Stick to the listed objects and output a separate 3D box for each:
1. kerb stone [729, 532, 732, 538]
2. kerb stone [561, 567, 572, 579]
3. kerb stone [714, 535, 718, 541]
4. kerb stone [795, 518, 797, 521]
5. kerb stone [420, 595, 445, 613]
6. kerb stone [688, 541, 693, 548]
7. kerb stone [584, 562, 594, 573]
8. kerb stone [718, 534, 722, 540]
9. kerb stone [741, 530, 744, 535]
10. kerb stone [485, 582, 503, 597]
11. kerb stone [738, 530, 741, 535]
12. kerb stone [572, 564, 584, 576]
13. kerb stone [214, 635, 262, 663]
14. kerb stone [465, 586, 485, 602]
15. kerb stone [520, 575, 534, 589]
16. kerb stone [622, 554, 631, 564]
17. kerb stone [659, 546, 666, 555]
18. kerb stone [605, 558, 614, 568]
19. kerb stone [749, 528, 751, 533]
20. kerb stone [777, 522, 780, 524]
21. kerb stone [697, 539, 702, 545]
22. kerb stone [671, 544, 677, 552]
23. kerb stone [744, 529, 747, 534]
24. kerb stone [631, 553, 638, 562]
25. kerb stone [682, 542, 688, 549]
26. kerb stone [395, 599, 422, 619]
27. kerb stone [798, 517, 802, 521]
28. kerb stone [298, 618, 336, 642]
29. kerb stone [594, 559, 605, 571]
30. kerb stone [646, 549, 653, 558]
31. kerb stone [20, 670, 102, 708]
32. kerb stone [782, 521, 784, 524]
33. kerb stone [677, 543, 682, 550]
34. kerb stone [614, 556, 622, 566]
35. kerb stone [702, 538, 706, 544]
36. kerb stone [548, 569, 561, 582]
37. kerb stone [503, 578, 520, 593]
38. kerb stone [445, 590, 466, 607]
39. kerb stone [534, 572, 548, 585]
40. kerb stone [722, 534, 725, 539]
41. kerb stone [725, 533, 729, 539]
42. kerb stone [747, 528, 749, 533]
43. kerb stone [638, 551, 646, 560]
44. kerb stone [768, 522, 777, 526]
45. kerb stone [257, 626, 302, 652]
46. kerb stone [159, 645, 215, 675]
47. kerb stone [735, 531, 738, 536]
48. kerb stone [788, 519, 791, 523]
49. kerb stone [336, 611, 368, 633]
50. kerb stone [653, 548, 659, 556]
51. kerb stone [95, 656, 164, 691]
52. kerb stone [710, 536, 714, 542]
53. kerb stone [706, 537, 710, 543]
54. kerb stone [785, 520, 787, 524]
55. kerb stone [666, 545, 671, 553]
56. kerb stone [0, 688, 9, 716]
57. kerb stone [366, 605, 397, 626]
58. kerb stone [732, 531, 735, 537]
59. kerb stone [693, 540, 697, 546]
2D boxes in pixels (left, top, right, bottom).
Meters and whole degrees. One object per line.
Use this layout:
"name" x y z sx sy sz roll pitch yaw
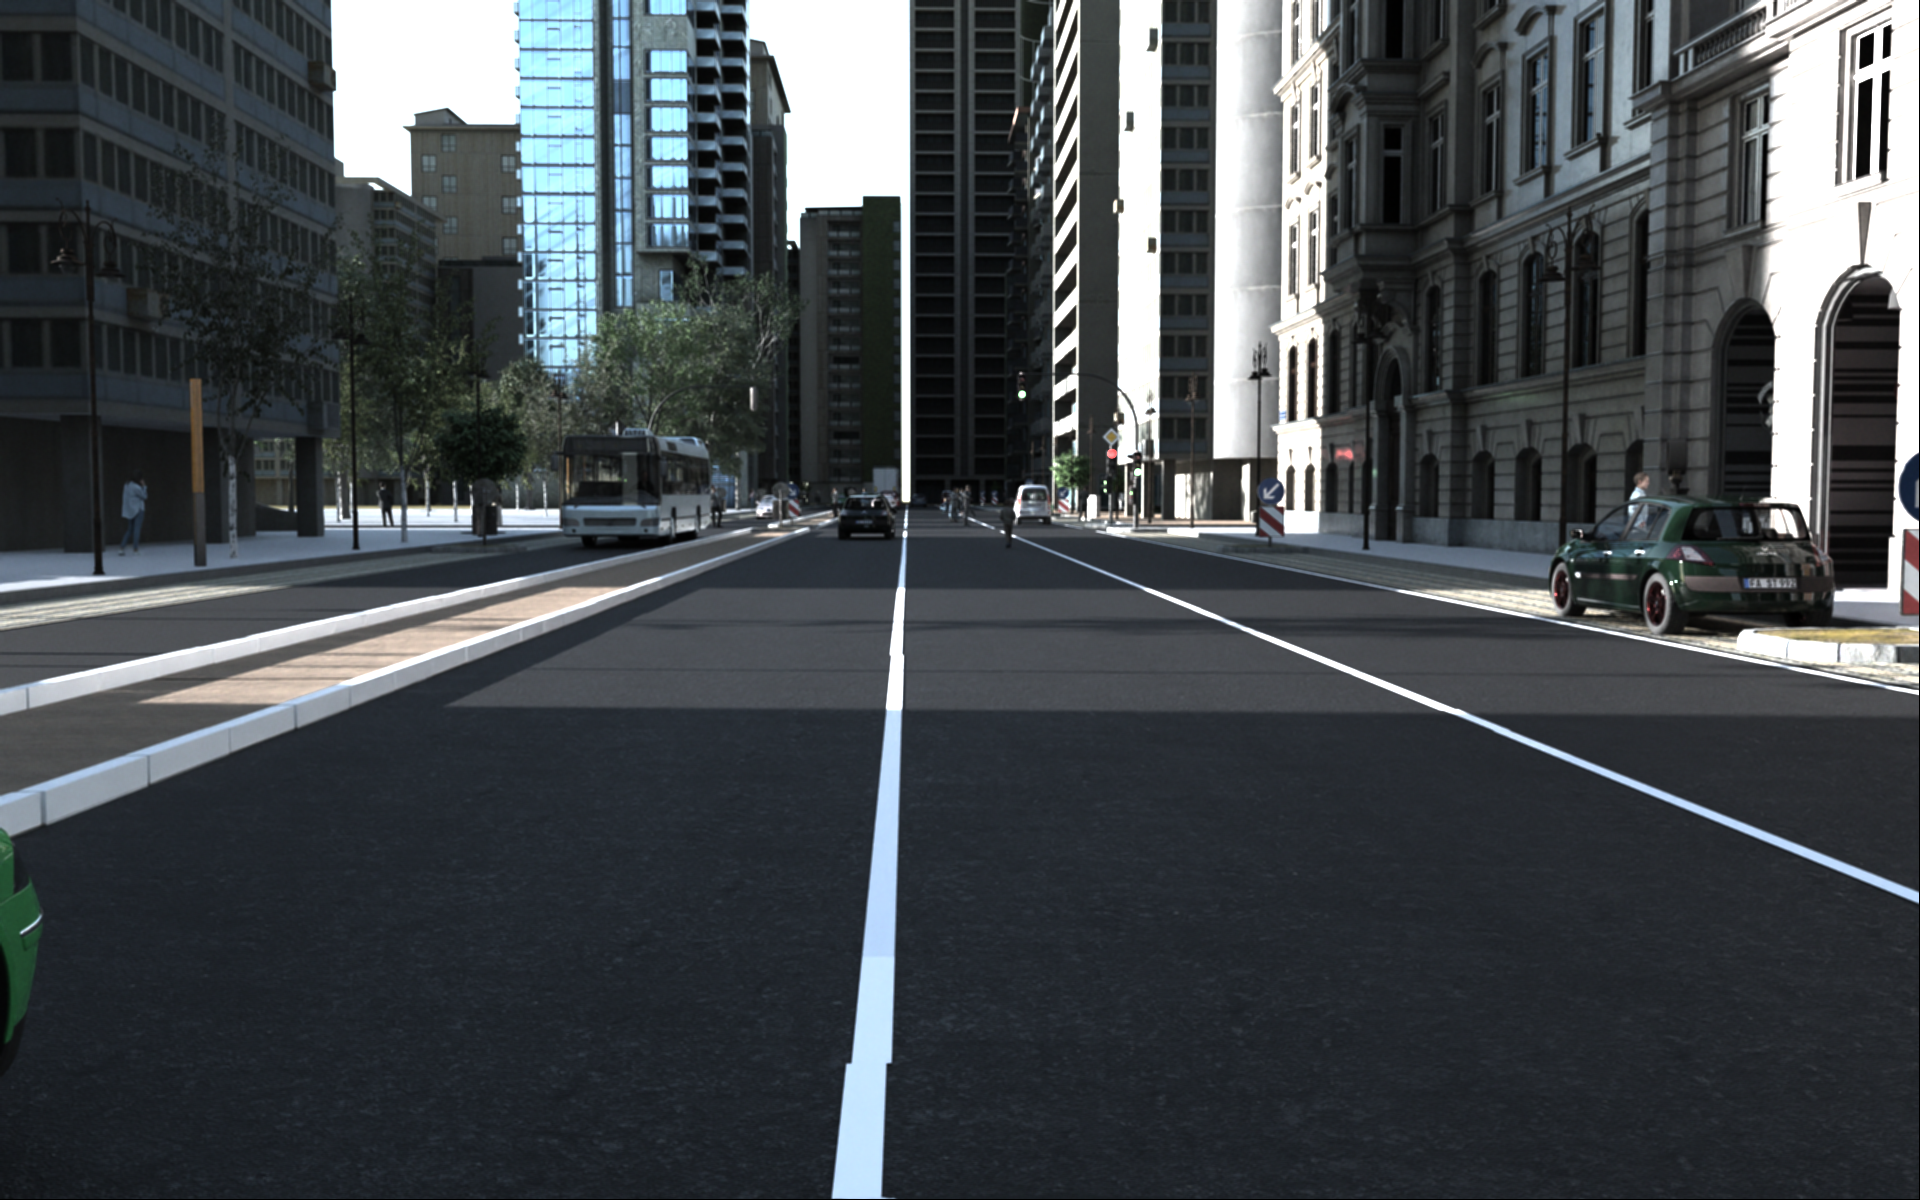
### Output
"kerb stone" -7.576 -2.070 56.038 0.120 0.150 1.000 0 4 -2
"kerb stone" -6.781 -0.437 29.395 0.120 0.150 1.000 0 4 -2
"kerb stone" -7.457 -1.814 51.932 0.120 0.150 1.000 0 4 -2
"kerb stone" -8.552 -4.048 88.372 0.120 0.150 1.000 0 4 -2
"kerb stone" -6.527 0.061 21.192 0.120 0.150 1.000 0 4 -2
"kerb stone" -7.262 -1.442 45.794 0.120 0.150 1.000 0 4 -2
"kerb stone" -6.839 -0.566 31.443 0.120 0.150 1.000 0 4 -2
"kerb stone" -7.480 -1.879 52.953 0.120 0.150 1.000 0 4 -2
"kerb stone" -7.701 -2.318 60.126 0.120 0.150 1.000 0 4 -2
"kerb stone" -6.612 -0.124 24.263 0.120 0.150 1.000 0 4 -2
"kerb stone" -7.659 -2.257 59.102 0.120 0.150 1.000 0 4 -2
"kerb stone" -6.805 -0.503 30.417 0.120 0.150 1.000 0 4 -2
"kerb stone" -6.338 0.443 15.047 0.120 0.150 1.000 0 4 -2
"kerb stone" -6.591 -0.063 23.234 0.120 0.150 1.000 0 4 -2
"kerb stone" -6.673 -0.252 26.316 0.120 0.150 1.000 0 4 -2
"kerb stone" -6.958 -0.818 35.568 0.120 0.150 1.000 0 4 -2
"kerb stone" -7.102 -1.130 40.676 0.120 0.150 1.000 0 4 -2
"kerb stone" -6.896 -0.692 33.512 0.120 0.150 1.000 0 4 -2
"kerb stone" -7.792 -2.508 63.200 0.120 0.150 1.000 0 4 -2
"kerb stone" -8.201 -3.357 77.077 0.120 0.150 1.000 0 4 -2
"kerb stone" -7.325 -1.568 47.836 0.120 0.150 1.000 0 4 -2
"kerb stone" -7.177 -1.254 42.725 0.120 0.150 1.000 0 4 -2
"kerb stone" -7.725 -2.383 61.152 0.120 0.150 1.000 0 4 -2
"kerb stone" -6.990 -0.877 36.590 0.120 0.150 1.000 0 4 -2
"kerb stone" -7.233 -1.381 44.772 0.120 0.150 1.000 0 4 -2
"kerb stone" -6.498 0.124 20.170 0.120 0.150 1.000 0 4 -2
"kerb stone" -8.668 -4.293 92.470 0.120 0.150 1.000 0 4 -2
"kerb stone" -6.410 0.312 17.091 0.120 0.150 1.000 0 4 -2
"kerb stone" -6.863 -0.629 32.484 0.120 0.150 1.000 0 4 -2
"kerb stone" -7.044 -1.004 38.633 0.120 0.150 1.000 0 4 -2
"kerb stone" -6.247 0.625 11.977 0.120 0.150 1.000 0 4 -2
"kerb stone" -8.273 -3.482 79.132 0.120 0.150 1.000 0 4 -2
"kerb stone" -7.206 -1.318 43.747 0.120 0.150 1.000 0 4 -2
"kerb stone" -6.925 -0.752 34.540 0.120 0.150 1.000 0 4 -2
"kerb stone" -7.369 -1.631 48.861 0.120 0.150 1.000 0 4 -2
"kerb stone" -6.738 -0.377 28.366 0.120 0.150 1.000 0 4 -2
"kerb stone" -6.643 -0.188 25.294 0.120 0.150 1.000 0 4 -2
"kerb stone" -6.557 0.007 22.214 0.120 0.150 1.000 0 4 -2
"kerb stone" -6.711 -0.314 27.337 0.120 0.150 1.000 0 4 -2
"kerb stone" -7.512 -1.939 53.989 0.120 0.150 1.000 0 4 -2
"kerb stone" -7.543 -2.007 55.015 0.120 0.150 1.000 0 4 -2
"kerb stone" -7.760 -2.439 62.179 0.120 0.150 1.000 0 4 -2
"kerb stone" -7.016 -0.937 37.612 0.120 0.150 1.000 0 4 -2
"kerb stone" -8.143 -3.231 75.014 0.120 0.150 1.000 0 4 -2
"kerb stone" -6.368 0.375 16.070 0.120 0.150 1.000 0 4 -2
"kerb stone" -6.316 0.501 14.025 0.120 0.150 1.000 0 4 -2
"kerb stone" -7.631 -2.192 58.081 0.120 0.150 1.000 0 4 -2
"kerb stone" -8.430 -3.796 84.259 0.120 0.150 1.000 0 4 -2
"kerb stone" -6.437 0.251 18.117 0.120 0.150 1.000 0 4 -2
"kerb stone" -7.084 -1.062 39.655 0.120 0.150 1.000 0 4 -2
"kerb stone" -6.277 0.562 13.004 0.120 0.150 1.000 0 4 -2
"kerb stone" -7.432 -1.753 50.910 0.120 0.150 1.000 0 4 -2
"kerb stone" -7.390 -1.693 49.884 0.120 0.150 1.000 0 4 -2
"kerb stone" -8.327 -3.607 81.180 0.120 0.150 1.000 0 4 -2
"kerb stone" -7.141 -1.183 41.702 0.120 0.150 1.000 0 4 -2
"kerb stone" -6.218 0.688 10.954 0.120 0.150 1.000 0 4 -2
"kerb stone" -6.458 0.187 19.139 0.120 0.150 1.000 0 4 -2
"kerb stone" -7.605 -2.132 57.059 0.120 0.150 1.000 0 4 -2
"kerb stone" -7.294 -1.504 46.815 0.120 0.150 1.000 0 4 -2
